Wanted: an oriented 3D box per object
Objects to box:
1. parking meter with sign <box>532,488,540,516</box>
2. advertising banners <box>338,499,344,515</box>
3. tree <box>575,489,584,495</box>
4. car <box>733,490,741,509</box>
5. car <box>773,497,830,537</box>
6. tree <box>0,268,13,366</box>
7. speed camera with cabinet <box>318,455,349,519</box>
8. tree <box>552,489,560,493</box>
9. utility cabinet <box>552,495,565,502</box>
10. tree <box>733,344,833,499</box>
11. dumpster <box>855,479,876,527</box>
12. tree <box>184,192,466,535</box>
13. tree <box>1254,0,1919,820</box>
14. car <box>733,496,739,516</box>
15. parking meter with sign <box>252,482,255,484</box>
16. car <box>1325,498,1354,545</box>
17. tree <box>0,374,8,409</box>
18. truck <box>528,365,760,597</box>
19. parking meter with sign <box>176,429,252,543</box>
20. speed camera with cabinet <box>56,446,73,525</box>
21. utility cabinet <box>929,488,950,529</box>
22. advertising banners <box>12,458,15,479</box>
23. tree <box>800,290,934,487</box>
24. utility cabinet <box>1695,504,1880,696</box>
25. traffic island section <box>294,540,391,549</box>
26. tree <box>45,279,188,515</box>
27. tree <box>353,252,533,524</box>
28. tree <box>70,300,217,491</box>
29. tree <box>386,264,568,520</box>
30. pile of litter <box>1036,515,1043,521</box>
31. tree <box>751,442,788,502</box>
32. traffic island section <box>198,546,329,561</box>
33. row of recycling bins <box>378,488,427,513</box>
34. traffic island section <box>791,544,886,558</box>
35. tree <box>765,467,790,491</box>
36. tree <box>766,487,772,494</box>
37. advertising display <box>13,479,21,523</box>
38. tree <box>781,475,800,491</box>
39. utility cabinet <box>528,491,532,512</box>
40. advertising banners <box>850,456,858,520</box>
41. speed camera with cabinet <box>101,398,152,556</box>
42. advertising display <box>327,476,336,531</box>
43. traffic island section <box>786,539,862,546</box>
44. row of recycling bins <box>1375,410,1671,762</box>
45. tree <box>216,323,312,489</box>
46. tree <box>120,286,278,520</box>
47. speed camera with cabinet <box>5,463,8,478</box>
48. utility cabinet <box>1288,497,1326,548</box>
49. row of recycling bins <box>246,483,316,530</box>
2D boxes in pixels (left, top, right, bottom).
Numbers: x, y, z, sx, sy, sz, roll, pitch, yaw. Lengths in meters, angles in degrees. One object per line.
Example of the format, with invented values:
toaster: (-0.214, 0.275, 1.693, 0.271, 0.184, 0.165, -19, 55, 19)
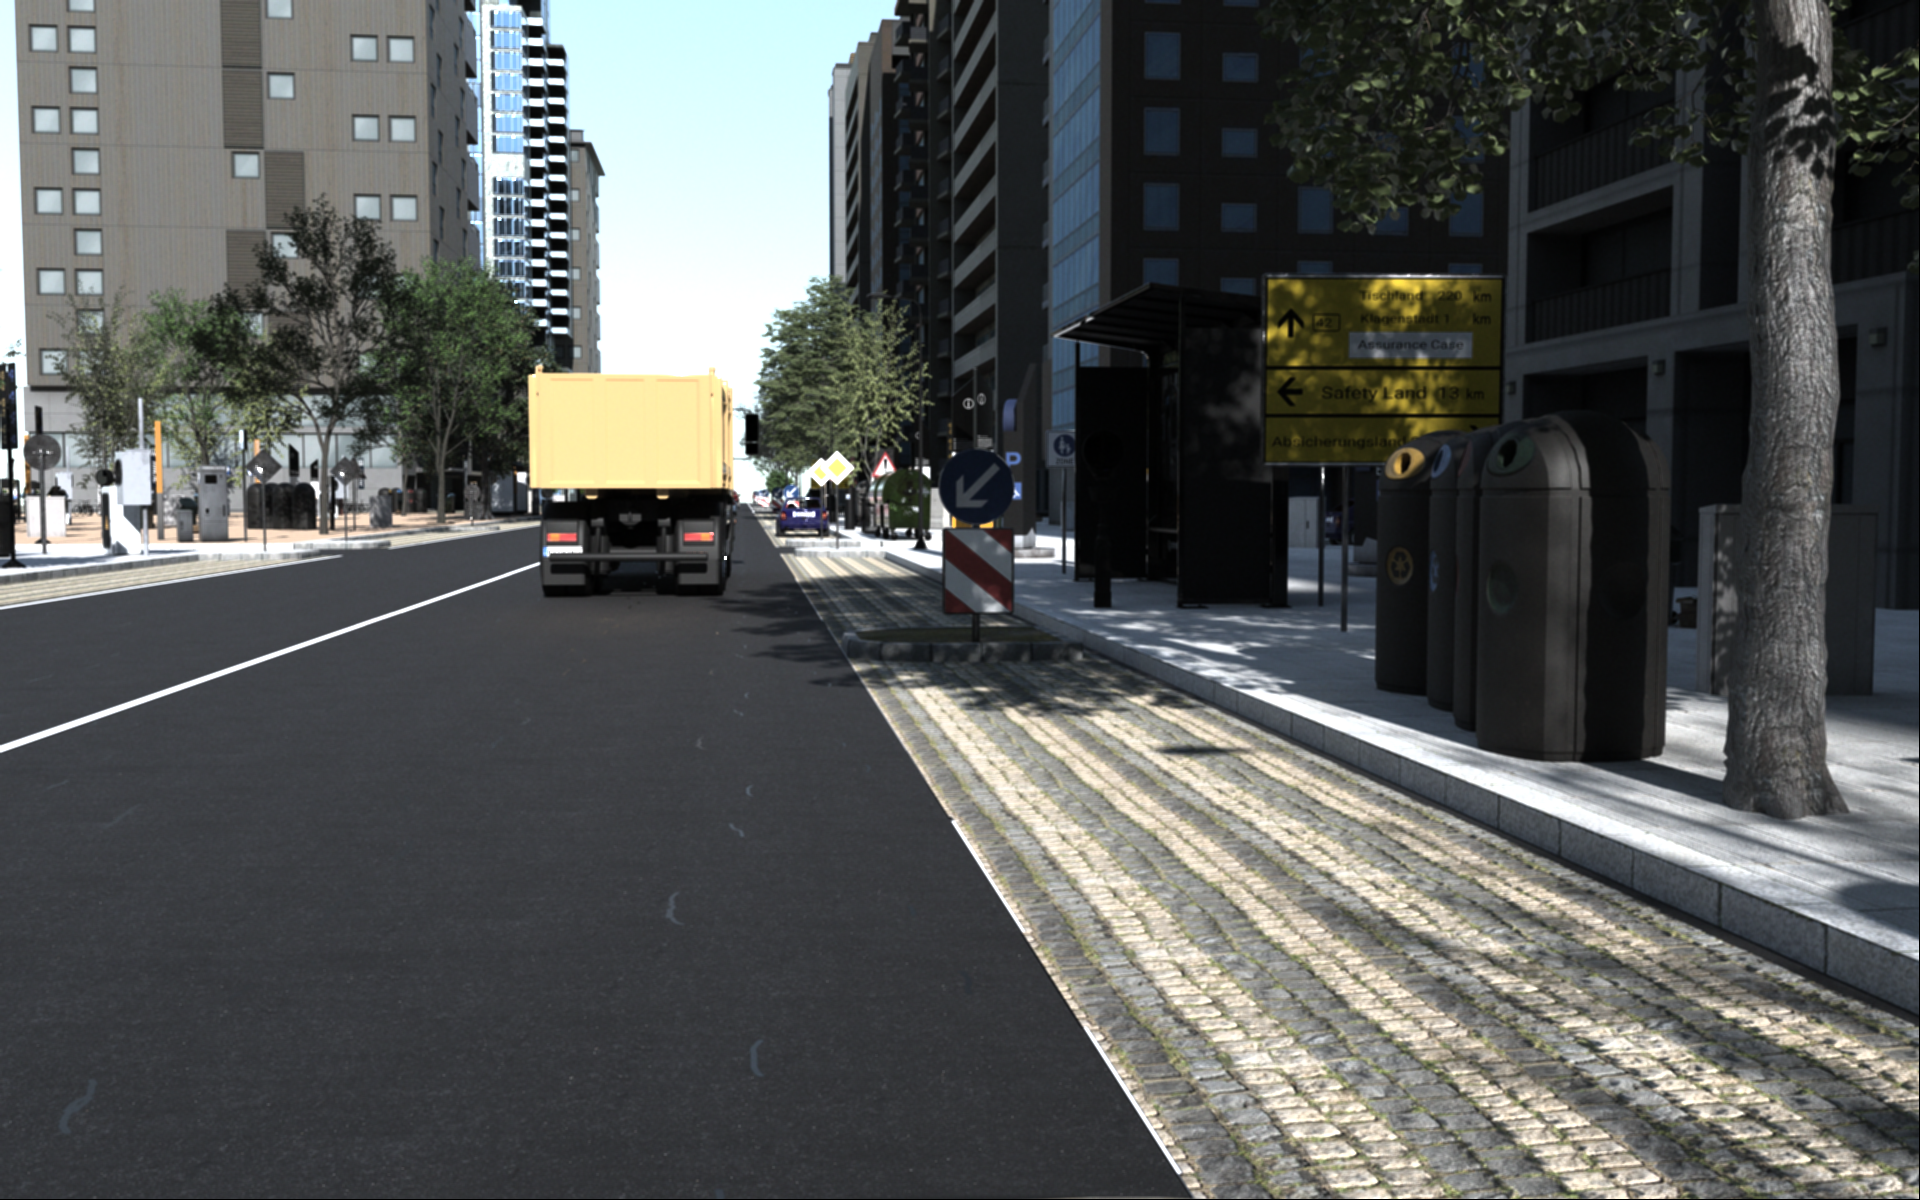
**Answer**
parking meter with sign: (-25.568, -6.607, 104.289, 0.543, 3.016, 1.738, -1, 4, -12)
advertising banners: (-37.364, -6.625, 104.505, 0.090, 3.025, 2.074, 0, 4, -4)
tree: (-30.992, -9.078, 143.021, 1.663, 3.219, 1.824, 0, 3, 0)
car: (-22.938, -9.983, 171.888, 2.281, 1.827, 5.304, 0, 4, -6)
car: (-5.342, -2.813, 58.572, 1.945, 1.354, 3.894, 0, 4, -7)
tree: (-30.623, -6.241, 52.409, 4.360, 8.622, 3.978, 0, 3, 0)
speed camera with cabinet: (-32.112, -5.773, 88.732, 2.038, 3.252, 0.660, 3, 5, 41)
tree: (-27.383, -7.450, 116.410, 1.663, 3.219, 1.824, 0, 3, 0)
utility cabinet: (-27.978, -6.723, 121.087, 1.020, 1.237, 0.306, -2, 4, -30)
tree: (-13.377, -14.072, 140.441, 12.009, 13.543, 11.850, 0, 3, 0)
dumpster: (-3.518, -3.818, 68.184, 1.264, 1.857, 1.865, 0, 4, -7)
tree: (-20.199, -7.338, 54.383, 8.767, 10.594, 7.601, 0, 4, -7)
tree: (2.955, -5.428, 6.868, 7.486, 12.596, 7.792, 0, 3, 0)
car: (-15.684, -6.302, 115.039, 2.014, 1.417, 4.499, 0, 4, -7)
parking meter with sign: (-45.809, -7.085, 112.098, 0.543, 3.016, 1.738, -2, 4, -23)
car: (11.411, -1.985, 45.034, 3.894, 1.354, 1.945, 0, 4, -5)
tree: (-16.660, -2.649, 27.025, 4.285, 4.588, 4.351, 0, 3, 0)
truck: (-4.984, -1.956, 27.899, 3.469, 3.379, 9.791, 0, 4, -6)
parking meter with sign: (-20.006, -3.061, 46.302, 1.738, 3.016, 0.543, -2, 4, -34)
speed camera with cabinet: (-37.574, -4.780, 72.495, 0.660, 3.252, 2.038, -2, 4, -32)
utility cabinet: (-0.830, -3.305, 62.715, 0.318, 1.500, 1.173, -2, 4, -35)
advertising banners: (-46.374, -5.381, 84.167, 0.090, 3.025, 2.074, 0, 4, -4)
tree: (-3.136, -6.923, 63.546, 4.737, 8.622, 4.395, 0, 3, 0)
utility cabinet: (5.307, 0.001, 11.143, 1.020, 1.237, 0.306, 0, 4, 2)
traffic island section: (-16.514, -1.484, 46.537, 2.009, 0.180, 2.903, 0, 4, -7)
tree: (-29.459, -6.717, 60.191, 4.360, 8.622, 3.978, 0, 3, 0)
tree: (-22.380, -9.103, 74.596, 9.928, 11.665, 9.643, 0, 3, 0)
tree: (-32.195, -7.114, 66.676, 4.737, 8.622, 4.395, 0, 3, 0)
tree: (-23.767, -10.384, 86.787, 9.611, 12.733, 9.660, 0, 3, 0)
pile of litter: (3.348, -4.093, 80.893, 1.719, 0.858, 1.176, -1, 4, -20)
tree: (-29.488, -21.257, 273.302, 9.928, 11.665, 9.643, 0, 3, 0)
traffic island section: (-15.514, -0.999, 38.615, 2.009, 0.180, 2.903, 0, 4, -7)
row of recycling bins: (-37.684, -6.724, 117.044, 1.069, 1.692, 3.534, 3, 5, 39)
traffic island section: (-2.822, -1.096, 40.205, 2.009, 0.180, 2.903, 0, 4, -7)
tree: (-21.783, -13.683, 207.435, 4.285, 4.588, 4.351, 0, 3, 0)
tree: (-27.135, -15.566, 249.108, 1.663, 3.219, 1.824, 0, 3, 0)
advertising display: (-41.862, -4.357, 76.450, 0.974, 1.923, 0.123, 2, 4, 24)
tree: (-19.522, -12.331, 196.213, 1.663, 3.219, 1.824, 0, 3, 0)
utility cabinet: (-29.791, -6.752, 119.067, 1.173, 1.500, 0.318, 2, 4, 30)
advertising banners: (-4.651, -5.129, 80.053, 0.090, 3.025, 2.074, -2, 4, -26)
speed camera with cabinet: (-17.419, -2.557, 36.145, 0.660, 3.252, 2.038, -3, 4, -37)
advertising display: (-22.219, -3.427, 61.241, 0.123, 1.923, 0.974, -2, 4, -27)
traffic island section: (-3.822, -1.581, 48.128, 2.009, 0.180, 2.903, 0, 4, -7)
row of recycling bins: (3.153, -0.174, 9.964, 1.069, 1.692, 3.534, 0, 4, 3)
tree: (-30.398, -7.636, 75.205, 4.737, 8.622, 4.395, 0, 3, 0)
tree: (-38.183, -9.890, 87.450, 9.928, 11.665, 9.643, 0, 3, 0)
speed camera with cabinet: (-60.709, -7.042, 109.480, 0.660, 3.252, 2.038, 1, 4, 22)
utility cabinet: (8.272, -1.849, 41.392, 0.306, 1.237, 1.020, -2, 4, -32)
row of recycling bins: (-24.772, -3.426, 63.132, 3.534, 1.692, 1.069, 2, 4, 34)
